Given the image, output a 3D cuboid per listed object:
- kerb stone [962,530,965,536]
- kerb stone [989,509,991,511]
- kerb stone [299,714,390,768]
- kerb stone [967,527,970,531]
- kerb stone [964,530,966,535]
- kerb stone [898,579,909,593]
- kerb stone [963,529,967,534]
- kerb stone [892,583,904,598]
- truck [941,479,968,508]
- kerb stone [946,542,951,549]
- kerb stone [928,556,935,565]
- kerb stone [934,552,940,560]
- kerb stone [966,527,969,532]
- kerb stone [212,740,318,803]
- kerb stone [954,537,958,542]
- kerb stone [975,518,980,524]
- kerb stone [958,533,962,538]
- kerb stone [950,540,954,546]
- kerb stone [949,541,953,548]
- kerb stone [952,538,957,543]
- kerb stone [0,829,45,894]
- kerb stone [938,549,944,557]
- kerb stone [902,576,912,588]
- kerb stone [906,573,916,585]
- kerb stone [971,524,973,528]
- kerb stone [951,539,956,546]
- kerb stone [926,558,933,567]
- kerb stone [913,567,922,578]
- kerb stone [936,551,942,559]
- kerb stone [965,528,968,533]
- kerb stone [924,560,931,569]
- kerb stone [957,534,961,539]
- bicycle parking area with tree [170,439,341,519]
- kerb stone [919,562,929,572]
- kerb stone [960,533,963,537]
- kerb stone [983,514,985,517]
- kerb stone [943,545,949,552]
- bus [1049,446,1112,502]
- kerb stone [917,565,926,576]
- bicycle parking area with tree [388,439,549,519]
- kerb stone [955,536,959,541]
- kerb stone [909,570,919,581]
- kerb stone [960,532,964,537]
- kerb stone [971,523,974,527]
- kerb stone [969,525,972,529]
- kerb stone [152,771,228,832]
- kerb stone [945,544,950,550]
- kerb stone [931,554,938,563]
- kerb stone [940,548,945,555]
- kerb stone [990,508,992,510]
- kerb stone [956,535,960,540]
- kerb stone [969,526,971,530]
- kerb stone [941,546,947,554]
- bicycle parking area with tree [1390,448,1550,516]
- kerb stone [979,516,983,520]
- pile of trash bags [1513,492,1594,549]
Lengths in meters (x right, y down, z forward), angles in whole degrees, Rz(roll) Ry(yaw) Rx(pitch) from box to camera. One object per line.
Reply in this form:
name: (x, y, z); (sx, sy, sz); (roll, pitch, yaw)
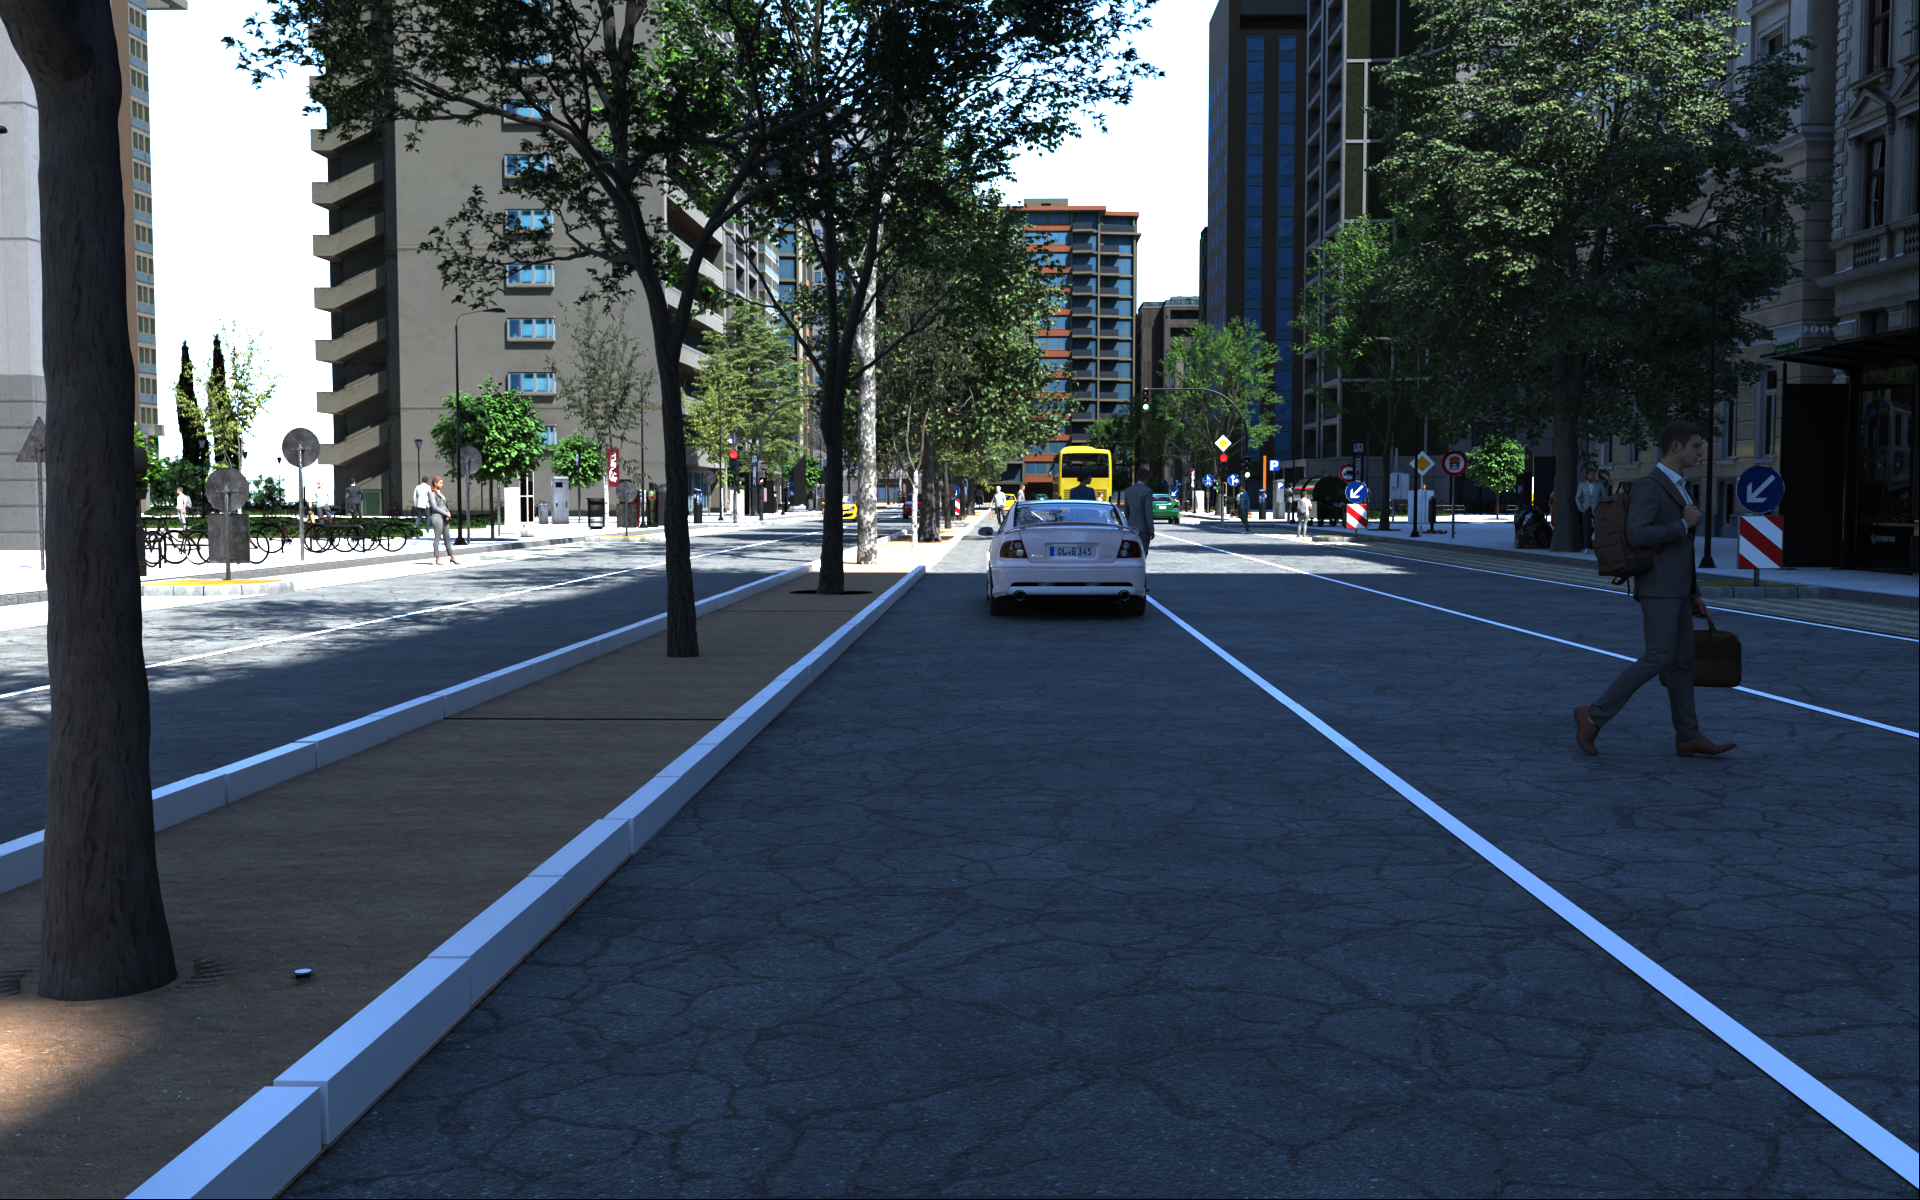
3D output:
kerb stone: (0.018, -2.104, 56.589); (0.120, 0.150, 1.000); (0, 4, 2)
kerb stone: (2.040, -6.582, 129.865); (0.120, 0.150, 1.000); (0, 4, 2)
kerb stone: (-3.379, 0.777, 9.497); (0.120, 0.150, 1.000); (0, 4, 2)
kerb stone: (0.184, -2.479, 62.728); (0.120, 0.150, 1.000); (0, 4, 2)
kerb stone: (0.049, -2.166, 57.614); (0.120, 0.150, 1.000); (0, 4, 2)
kerb stone: (-0.855, -0.158, 24.773); (0.120, 0.150, 1.000); (0, 4, 2)
kerb stone: (0.071, -2.224, 58.639); (0.120, 0.150, 1.000); (0, 4, 2)
kerb stone: (-0.888, -0.095, 23.747); (0.120, 0.150, 1.000); (0, 4, 2)
truck: (-0.005, -12.211, 189.401); (2.967, 4.110, 18.799); (0, 4, 3)
kerb stone: (-0.355, -1.288, 43.260); (0.120, 0.150, 1.000); (0, 4, 2)
kerb stone: (-0.613, -0.721, 33.988); (0.120, 0.150, 1.000); (0, 4, 2)
kerb stone: (-0.544, -0.846, 36.046); (0.120, 0.150, 1.000); (0, 4, 2)
kerb stone: (0.153, -2.416, 61.705); (0.120, 0.150, 1.000); (0, 4, 2)
kerb stone: (-3.413, 0.845, 8.476); (0.120, 0.150, 1.000); (0, 4, 2)
kerb stone: (-0.204, -1.601, 48.380); (0.120, 0.150, 1.000); (0, 4, 2)
kerb stone: (0.770, -3.756, 83.721); (0.120, 0.150, 1.000); (0, 4, 2)
kerb stone: (-0.102, -1.853, 52.488); (0.120, 0.150, 1.000); (0, 4, 2)
kerb stone: (-0.295, -1.414, 45.315); (0.120, 0.150, 1.000); (0, 4, 2)
kerb stone: (-0.322, -1.350, 44.286); (0.120, 0.150, 1.000); (0, 4, 2)
kerb stone: (-0.239, -1.537, 47.358); (0.120, 0.150, 1.000); (0, 4, 2)
kerb stone: (-3.464, 0.971, 6.415); (0.120, 0.150, 1.000); (0, 4, 2)
kerb stone: (-0.488, -0.973, 38.107); (0.120, 0.150, 1.000); (0, 4, 2)
kerb stone: (-0.837, -0.220, 25.795); (0.120, 0.150, 1.000); (0, 4, 2)
kerb stone: (-0.805, -0.281, 26.817); (0.120, 0.150, 1.000); (0, 4, 2)
kerb stone: (0.367, -2.855, 68.878); (0.120, 0.150, 1.000); (0, 4, 2)
kerb stone: (-0.262, -1.476, 46.337); (0.120, 0.150, 1.000); (0, 4, 2)
kerb stone: (-0.635, -0.657, 32.966); (0.120, 0.150, 1.000); (0, 4, 2)
kerb stone: (-0.754, -0.408, 28.869); (0.120, 0.150, 1.000); (0, 4, 2)
kerb stone: (-0.523, -0.906, 37.086); (0.120, 0.150, 1.000); (0, 4, 2)
kerb stone: (0.102, -2.291, 59.661); (0.120, 0.150, 1.000); (0, 4, 2)
kerb stone: (-0.669, -0.596, 31.934); (0.120, 0.150, 1.000); (0, 4, 2)
kerb stone: (-0.121, -1.790, 51.460); (0.120, 0.150, 1.000); (0, 4, 2)
bicycle parking area with tree: (-37.359, -6.404, 91.707); (8.231, 4.147, 9.016); (-2, 4, -25)
kerb stone: (-0.688, -0.533, 30.912); (0.120, 0.150, 1.000); (0, 4, 2)
kerb stone: (-0.068, -1.915, 53.515); (0.120, 0.150, 1.000); (0, 4, 2)
kerb stone: (1.194, -4.703, 99.086); (0.120, 0.150, 1.000); (0, 4, 2)
kerb stone: (-0.409, -1.156, 41.203); (0.120, 0.150, 1.000); (0, 4, 2)
bus: (6.089, -5.899, 87.993); (2.896, 3.916, 12.252); (0, 4, 2)
kerb stone: (-0.720, -0.471, 29.891); (0.120, 0.150, 1.000); (0, 4, 2)
bicycle parking area with tree: (-25.793, -6.384, 91.379); (8.231, 4.147, 9.016); (0, 4, 6)
kerb stone: (-0.176, -1.661, 49.408); (0.120, 0.150, 1.000); (0, 4, 2)
kerb stone: (-0.784, -0.345, 27.842); (0.120, 0.150, 1.000); (0, 4, 2)
kerb stone: (-0.039, -1.978, 54.540); (0.120, 0.150, 1.000); (0, 4, 2)
kerb stone: (0.388, -2.918, 69.900); (0.120, 0.150, 1.000); (0, 4, 2)
kerb stone: (0.274, -2.667, 65.797); (0.120, 0.150, 1.000); (0, 4, 2)
kerb stone: (-3.441, 0.902, 7.440); (0.120, 0.150, 1.000); (0, 4, 2)
kerb stone: (-0.380, -1.225, 42.227); (0.120, 0.150, 1.000); (0, 4, 2)
kerb stone: (-0.579, -0.785, 35.023); (0.120, 0.150, 1.000); (0, 4, 2)
kerb stone: (-0.465, -1.029, 39.129); (0.120, 0.150, 1.000); (0, 4, 2)
kerb stone: (2.219, -6.961, 136.014); (0.120, 0.150, 1.000); (0, 4, 2)
kerb stone: (-0.147, -1.727, 50.429); (0.120, 0.150, 1.000); (0, 4, 2)
kerb stone: (0.245, -2.601, 64.776); (0.120, 0.150, 1.000); (0, 4, 2)
kerb stone: (-0.441, -1.099, 40.164); (0.120, 0.150, 1.000); (0, 4, 2)
bicycle parking area with tree: (31.202, -7.301, 106.375); (9.016, 4.147, 8.231); (1, 4, 9)
kerb stone: (0.996, -4.264, 91.918); (0.120, 0.150, 1.000); (0, 4, 2)
pile of trash bags: (14.399, -1.966, 41.892); (1.912, 1.369, 3.447); (1, 4, 20)
